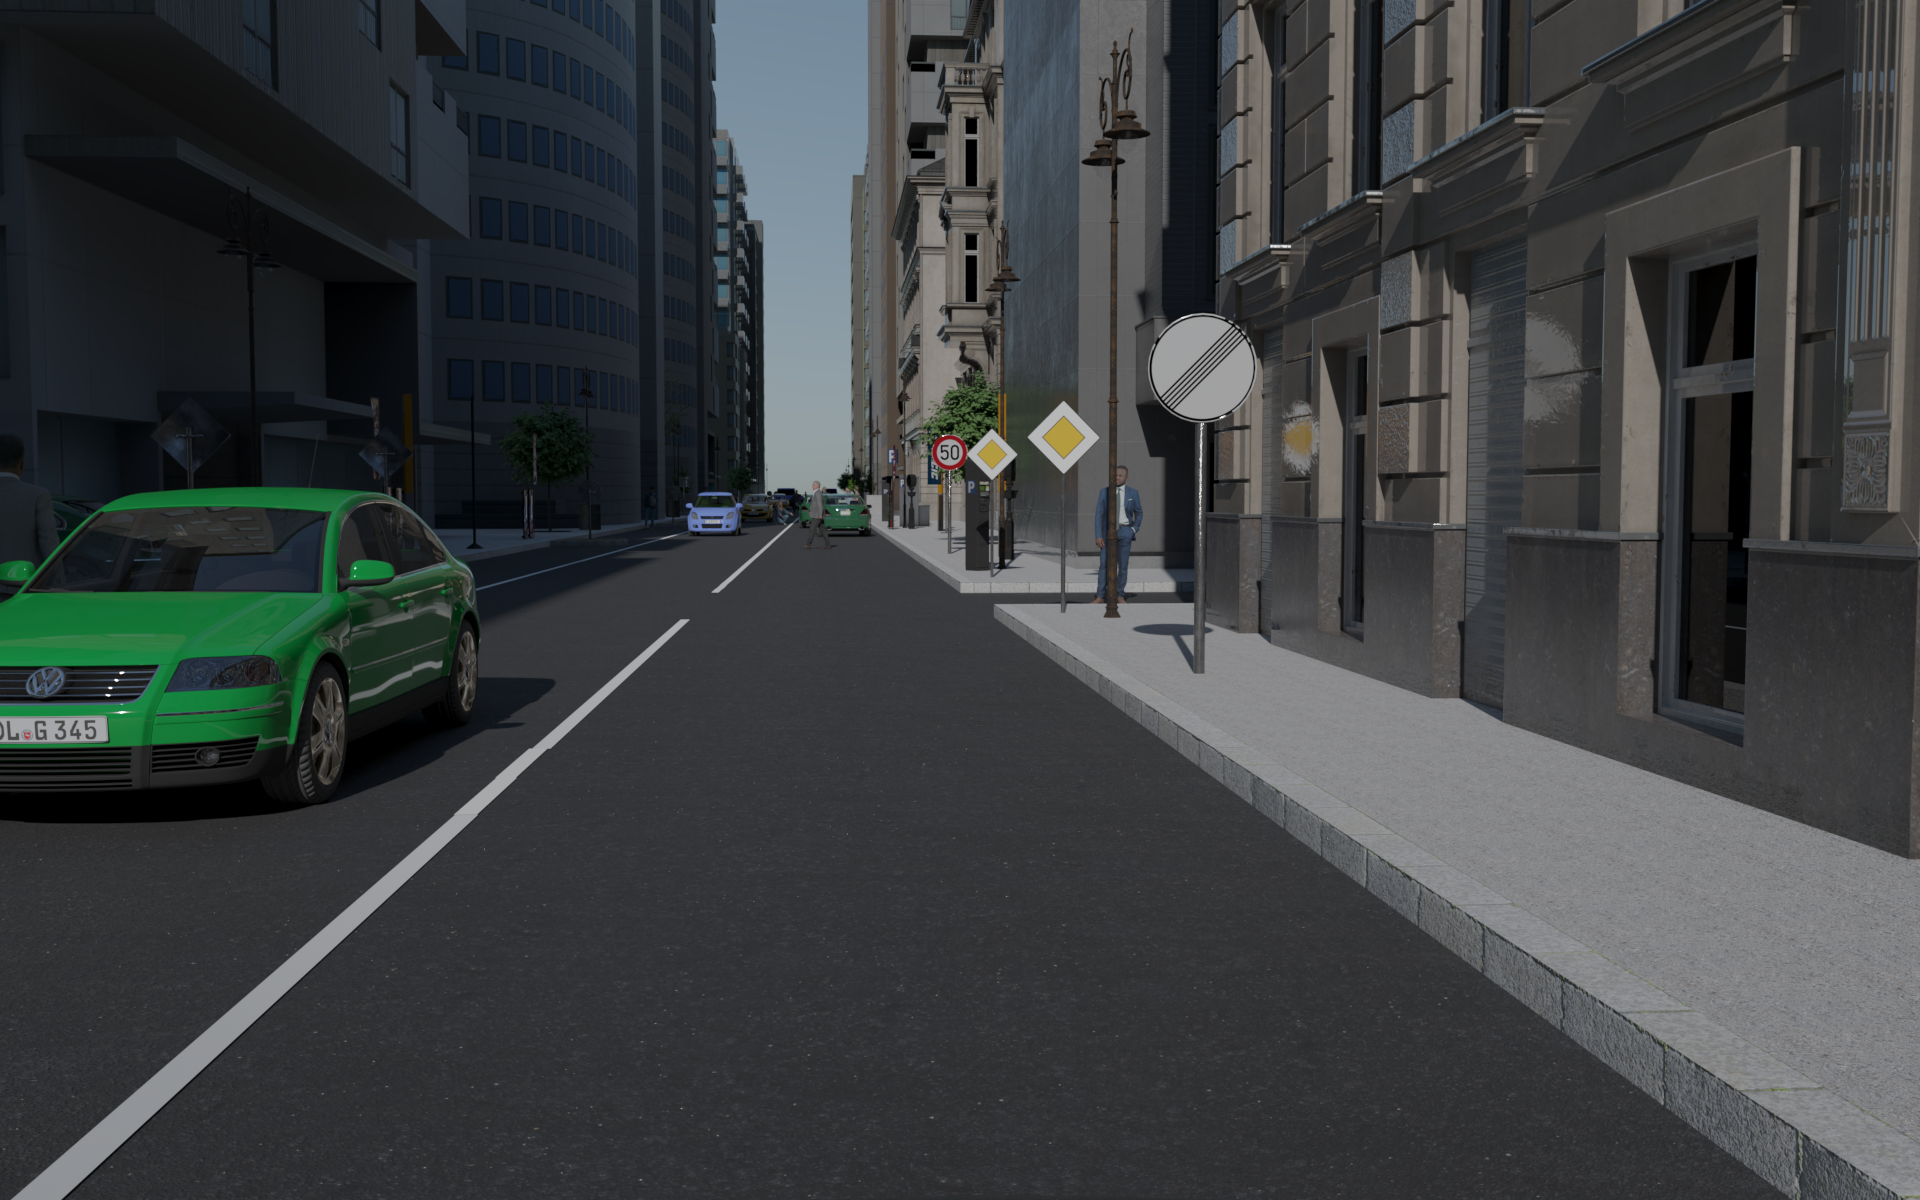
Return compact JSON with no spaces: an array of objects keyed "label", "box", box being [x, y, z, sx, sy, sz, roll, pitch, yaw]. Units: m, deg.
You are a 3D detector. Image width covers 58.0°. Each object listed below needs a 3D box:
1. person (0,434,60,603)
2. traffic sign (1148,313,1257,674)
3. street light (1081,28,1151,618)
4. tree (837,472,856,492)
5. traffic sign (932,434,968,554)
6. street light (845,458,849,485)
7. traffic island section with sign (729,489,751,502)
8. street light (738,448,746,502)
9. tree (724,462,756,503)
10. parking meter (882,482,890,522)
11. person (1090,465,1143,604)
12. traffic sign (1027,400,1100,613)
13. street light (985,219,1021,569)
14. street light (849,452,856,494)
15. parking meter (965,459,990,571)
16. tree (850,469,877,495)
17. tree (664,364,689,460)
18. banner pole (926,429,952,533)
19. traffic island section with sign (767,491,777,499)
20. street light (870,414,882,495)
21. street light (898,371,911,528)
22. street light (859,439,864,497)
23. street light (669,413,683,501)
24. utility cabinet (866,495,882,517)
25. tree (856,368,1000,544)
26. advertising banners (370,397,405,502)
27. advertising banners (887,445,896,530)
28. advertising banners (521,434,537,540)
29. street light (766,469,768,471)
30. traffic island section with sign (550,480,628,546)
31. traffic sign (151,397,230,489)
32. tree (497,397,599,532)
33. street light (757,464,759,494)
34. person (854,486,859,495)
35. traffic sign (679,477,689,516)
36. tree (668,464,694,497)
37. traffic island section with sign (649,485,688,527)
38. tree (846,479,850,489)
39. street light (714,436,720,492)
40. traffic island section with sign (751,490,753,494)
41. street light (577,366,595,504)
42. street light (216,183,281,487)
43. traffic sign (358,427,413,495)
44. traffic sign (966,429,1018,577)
[{"label":"person","box":[-5.695,-0.097,10.358,0.678,1.792,0.850,-1,4,-17]},{"label":"traffic sign","box":[1.710,-0.746,12.308,0.768,2.556,0.104,0,4,2]},{"label":"street light","box":[1.581,-2.755,17.830,0.468,5.910,1.993,0,4,-4]},{"label":"tree","box":[-14.719,-14.997,228.915,4.285,4.588,4.351,0,3,0]},{"label":"traffic sign","box":[-0.222,-2.261,37.072,0.768,2.556,0.104,0,4,-3]},{"label":"street light","box":[-14.391,-15.356,223.852,0.468,5.910,1.993,0,4,-4]},{"label":"traffic island section with sign","box":[-16.335,-7.138,125.337,1.989,1.847,2.006,0,4,-4]},{"label":"street light","box":[-22.024,-12.306,173.991,0.468,5.910,1.993,0,4,-4]},{"label":"tree","box":[-22.534,-11.862,177.656,4.285,4.588,4.351,0,3,0]},{"label":"parking meter","box":[-3.458,-4.607,81.033,0.399,1.863,0.255,0,4,0]},{"label":"person","box":[2.007,-0.837,22.360,0.721,1.800,0.419,0,4,-3]},{"label":"traffic sign","box":[1.108,-0.917,18.629,0.795,2.450,0.064,0,4,-4]},{"label":"street light","box":[0.717,-3.464,29.421,0.468,5.910,1.993,0,4,-4]},{"label":"street light","box":[-11.569,-13.183,188.321,0.468,5.910,1.993,0,4,-4]},{"label":"parking meter","box":[0.294,-1.422,28.961,0.255,1.863,0.399,-3,4,-39]},{"label":"tree","box":[-6.415,-7.879,123.431,1.663,3.219,1.824,0,3,0]},{"label":"tree","box":[-16.660,-8.779,93.894,4.360,8.622,3.978,0,3,0]},{"label":"banner pole","box":[-0.677,-4.077,56.674,0.863,3.779,0.401,1,4,9]},{"label":"traffic island section with sign","box":[-24.816,-13.806,234.350,1.989,1.847,2.006,0,4,-4]},{"label":"street light","box":[-4.793,-7.819,100.633,0.468,5.910,1.993,0,4,-4]},{"label":"street light","box":[-2.080,-5.646,65.093,0.468,5.910,1.993,0,4,-4]},{"label":"street light","box":[-8.086,-10.346,141.947,0.468,5.910,1.993,0,4,-4]},{"label":"street light","box":[-16.286,-7.699,98.669,0.468,5.910,1.993,0,4,-4]},{"label":"utility cabinet","box":[-4.638,-5.153,95.405,1.020,1.237,0.306,0,4,-3]},{"label":"tree","box":[0.448,-3.730,44.705,4.285,4.588,4.351,0,3,0]},{"label":"advertising banners","box":[-10.709,-2.215,32.401,0.090,3.025,2.074,0,4,-3]},{"label":"advertising banners","box":[-2.476,-4.070,62.734,0.090,3.025,2.074,-1,4,-9]},{"label":"advertising banners","box":[-12.341,-3.274,49.715,0.090,3.025,2.074,0,4,-2]},{"label":"street light","box":[-28.639,-17.383,256.993,0.468,5.910,1.993,0,4,-4]},{"label":"traffic island section with sign","box":[-10.380,-2.445,48.605,1.989,1.847,2.006,0,4,-4]},{"label":"traffic sign","box":[-7.960,-0.875,17.947,0.795,2.450,0.064,0,4,-4]},{"label":"tree","box":[-13.969,-4.591,58.784,4.285,4.588,4.351,0,3,0]},{"label":"street light","box":[-25.718,-15.162,220.684,0.468,5.910,1.993,0,4,-4]},{"label":"person","box":[-4.705,-4.242,78.194,0.374,1.781,0.599,0,4,7]},{"label":"traffic sign","box":[-16.082,-6.043,100.940,0.606,2.300,0.079,0,4,4]},{"label":"tree","box":[-17.425,-7.023,109.427,1.663,3.219,1.824,0,3,0]},{"label":"traffic island section with sign","box":[-12.466,-4.089,75.480,1.989,1.847,2.006,0,4,-4]},{"label":"tree","box":[-12.445,-12.430,197.837,1.663,3.219,1.824,0,3,0]},{"label":"street light","box":[-19.364,-10.132,138.447,0.468,5.910,1.993,0,4,-4]},{"label":"traffic island section with sign","box":[-18.466,-8.806,152.602,1.989,1.847,2.006,0,4,-4]},{"label":"street light","box":[-13.437,-5.484,62.449,0.468,5.910,1.993,0,4,-4]},{"label":"street light","box":[-10.684,-3.265,26.170,0.468,5.910,1.993,0,4,-4]},{"label":"traffic sign","box":[-8.580,-1.362,25.908,0.795,2.450,0.064,0,4,-4]},{"label":"traffic sign","box":[0.489,-1.404,26.591,0.795,2.450,0.064,0,4,-4]}]
